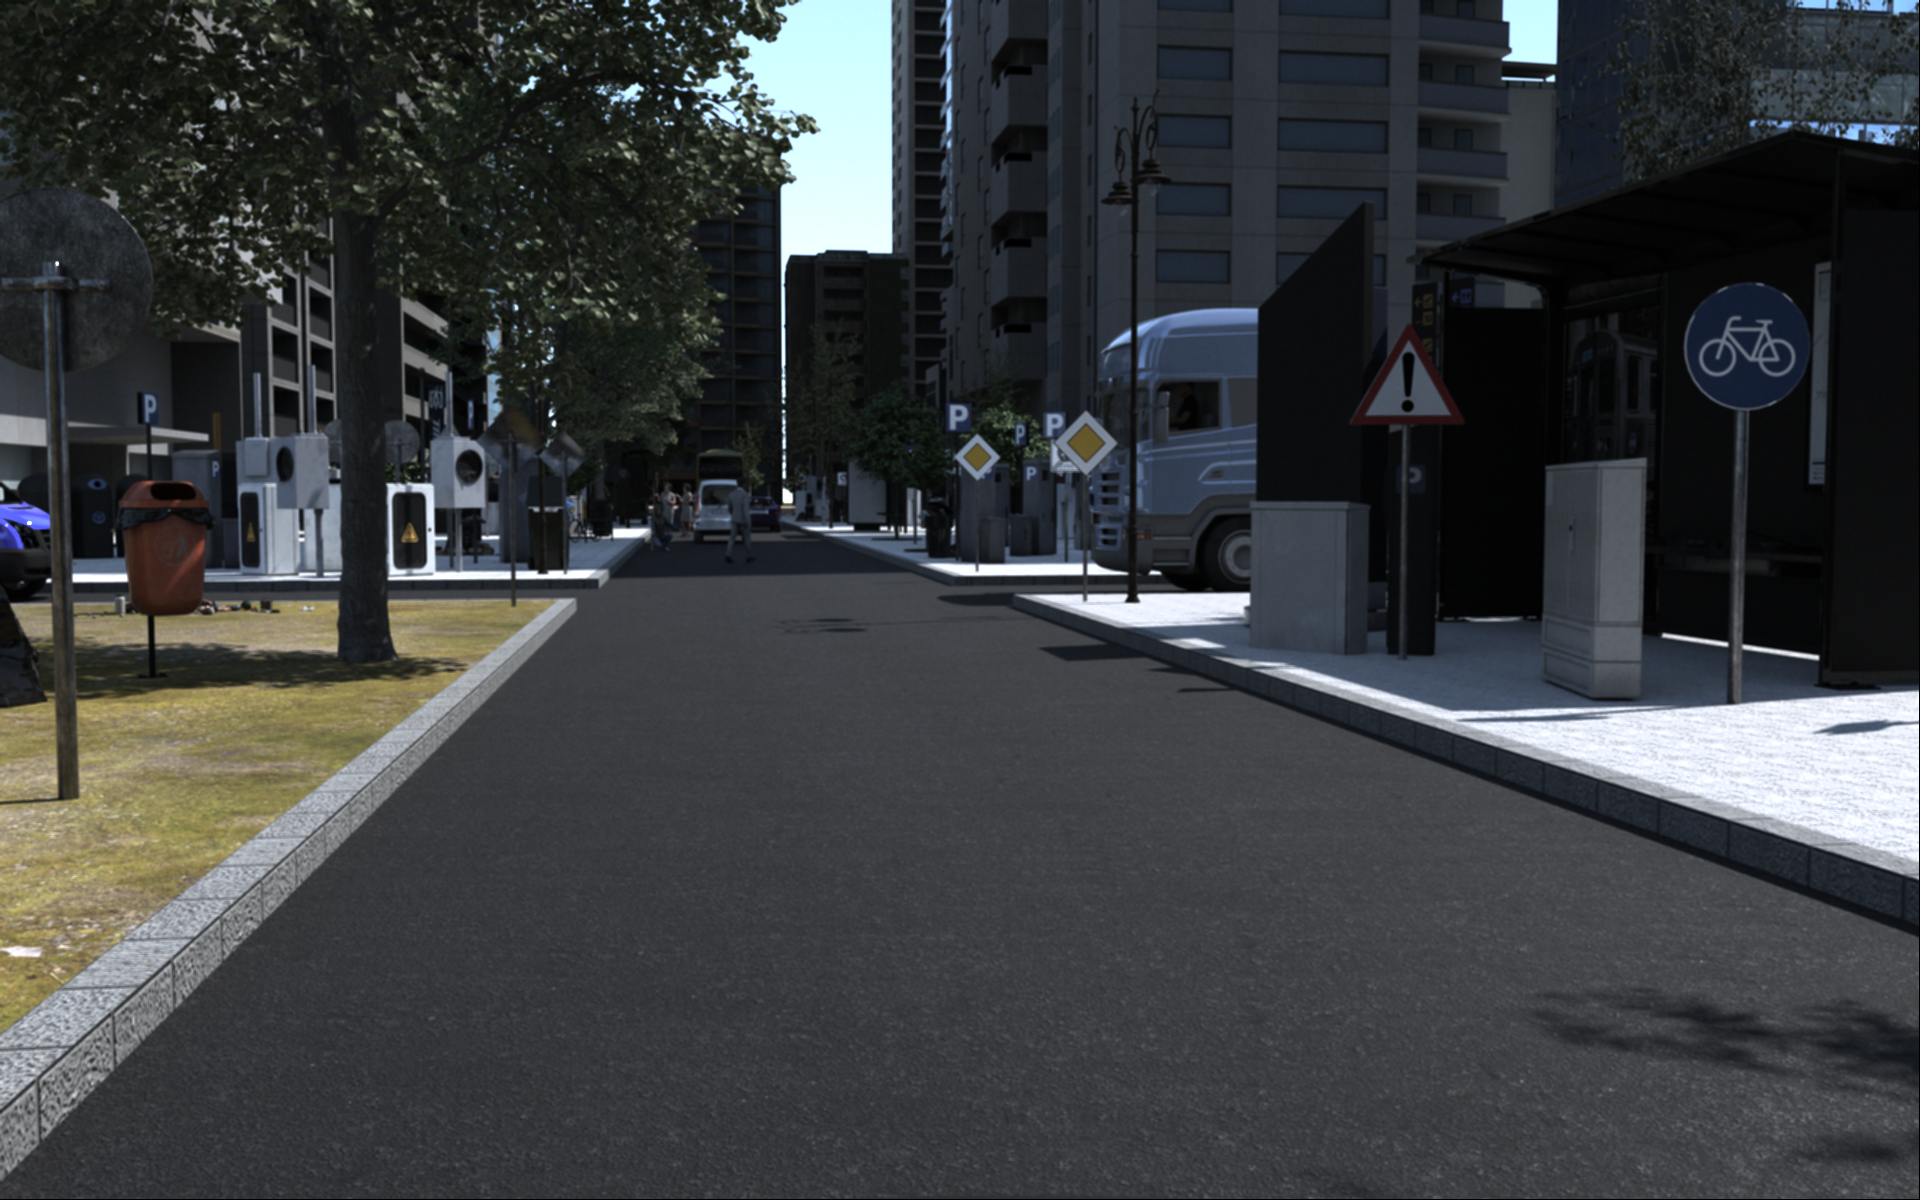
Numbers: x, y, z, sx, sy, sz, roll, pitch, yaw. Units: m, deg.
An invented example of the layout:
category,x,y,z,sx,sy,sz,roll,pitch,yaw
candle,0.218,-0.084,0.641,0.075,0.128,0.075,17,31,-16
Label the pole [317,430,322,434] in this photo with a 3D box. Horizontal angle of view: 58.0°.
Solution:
category,x,y,z,sx,sy,sz,roll,pitch,yaw
pole,-20.295,-3.744,55.055,0.158,3.312,0.155,0,3,0

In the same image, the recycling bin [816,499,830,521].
category,x,y,z,sx,sy,sz,roll,pitch,yaw
recycling bin,-6.454,-4.286,82.630,0.722,1.027,0.722,1,4,9

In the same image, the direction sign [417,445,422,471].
category,x,y,z,sx,sy,sz,roll,pitch,yaw
direction sign,-25.075,-5.411,80.461,0.379,3.537,0.876,-2,4,-30

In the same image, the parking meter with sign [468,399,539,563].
category,x,y,z,sx,sy,sz,roll,pitch,yaw
parking meter with sign,-8.230,-2.207,32.352,1.738,3.016,0.543,-2,4,-27

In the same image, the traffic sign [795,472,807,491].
category,x,y,z,sx,sy,sz,roll,pitch,yaw
traffic sign,-8.760,-5.855,95.827,0.768,2.556,0.104,-1,4,-8

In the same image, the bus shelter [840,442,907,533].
category,x,y,z,sx,sy,sz,roll,pitch,yaw
bus shelter,-2.844,-3.956,58.610,2.014,3.302,5.546,-1,4,-9

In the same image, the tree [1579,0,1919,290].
category,x,y,z,sx,sy,sz,roll,pitch,yaw
tree,8.818,-4.215,19.284,4.360,8.622,3.978,0,3,0

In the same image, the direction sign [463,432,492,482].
category,x,y,z,sx,sy,sz,roll,pitch,yaw
direction sign,-17.754,-4.378,63.585,0.876,3.537,0.379,-1,4,-16

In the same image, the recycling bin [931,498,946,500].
category,x,y,z,sx,sy,sz,roll,pitch,yaw
recycling bin,-1.300,-5.404,100.905,0.722,1.027,0.722,2,4,33

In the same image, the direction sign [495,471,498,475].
category,x,y,z,sx,sy,sz,roll,pitch,yaw
direction sign,-19.464,-4.889,71.937,0.876,3.537,0.379,-1,4,-16

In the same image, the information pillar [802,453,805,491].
category,x,y,z,sx,sy,sz,roll,pitch,yaw
information pillar,-8.909,-6.554,98.509,0.183,3.616,0.504,-1,4,-11

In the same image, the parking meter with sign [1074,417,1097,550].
category,x,y,z,sx,sy,sz,roll,pitch,yaw
parking meter with sign,2.953,-2.671,39.940,0.543,3.016,1.738,0,4,-8

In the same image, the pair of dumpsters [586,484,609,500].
category,x,y,z,sx,sy,sz,roll,pitch,yaw
pair of dumpsters,-20.402,-5.751,96.524,1.574,2.255,4.437,-1,4,-9

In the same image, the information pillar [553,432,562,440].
category,x,y,z,sx,sy,sz,roll,pitch,yaw
information pillar,-14.429,-4.337,62.265,0.183,3.616,0.504,2,4,28

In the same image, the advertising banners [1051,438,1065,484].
category,x,y,z,sx,sy,sz,roll,pitch,yaw
advertising banners,3.297,-3.016,45.501,2.074,3.025,0.090,-1,4,-18

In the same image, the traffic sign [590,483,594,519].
category,x,y,z,sx,sy,sz,roll,pitch,yaw
traffic sign,-15.712,-4.378,73.708,0.606,2.300,0.079,0,4,-6

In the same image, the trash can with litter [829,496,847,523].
category,x,y,z,sx,sy,sz,roll,pitch,yaw
trash can with litter,-5.385,-4.086,78.195,1.055,1.170,0.624,1,4,15

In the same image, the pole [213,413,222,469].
category,x,y,z,sx,sy,sz,roll,pitch,yaw
pole,-18.594,-3.032,43.419,0.158,3.312,0.155,0,3,0

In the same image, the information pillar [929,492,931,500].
category,x,y,z,sx,sy,sz,roll,pitch,yaw
information pillar,-1.397,-4.314,75.030,0.304,2.012,0.304,0,4,4

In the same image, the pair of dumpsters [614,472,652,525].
category,x,y,z,sx,sy,sz,roll,pitch,yaw
pair of dumpsters,-13.853,-4.335,73.375,1.574,2.255,4.437,-1,4,-9

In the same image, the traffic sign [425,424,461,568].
category,x,y,z,sx,sy,sz,roll,pitch,yaw
traffic sign,-8.842,-1.838,30.060,0.884,2.594,0.081,0,4,1

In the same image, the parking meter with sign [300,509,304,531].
category,x,y,z,sx,sy,sz,roll,pitch,yaw
parking meter with sign,-23.285,-3.892,59.894,0.543,3.016,1.738,3,5,42

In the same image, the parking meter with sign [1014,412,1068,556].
category,x,y,z,sx,sy,sz,roll,pitch,yaw
parking meter with sign,1.621,-2.448,36.283,0.543,3.016,1.738,2,4,30

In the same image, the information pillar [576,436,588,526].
category,x,y,z,sx,sy,sz,roll,pitch,yaw
information pillar,-15.356,-4.823,70.213,0.183,3.616,0.504,3,5,41

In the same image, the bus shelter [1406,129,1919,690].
category,x,y,z,sx,sy,sz,roll,pitch,yaw
bus shelter,5.748,-1.415,14.414,1.731,3.624,6.357,-1,4,-9

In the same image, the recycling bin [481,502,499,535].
category,x,y,z,sx,sy,sz,roll,pitch,yaw
recycling bin,-14.864,-2.576,54.676,0.722,1.027,0.722,1,4,10

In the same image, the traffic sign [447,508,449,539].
category,x,y,z,sx,sy,sz,roll,pitch,yaw
traffic sign,-13.897,-2.870,47.027,0.768,2.556,0.104,0,4,-1

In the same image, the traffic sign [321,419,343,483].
category,x,y,z,sx,sy,sz,roll,pitch,yaw
traffic sign,-10.409,-1.781,29.228,0.768,2.556,0.104,0,4,-3

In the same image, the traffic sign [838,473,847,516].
category,x,y,z,sx,sy,sz,roll,pitch,yaw
traffic sign,-5.468,-4.868,81.727,0.606,2.300,0.079,0,4,-2

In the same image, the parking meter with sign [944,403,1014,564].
category,x,y,z,sx,sy,sz,roll,pitch,yaw
parking meter with sign,0.319,-2.222,32.591,0.543,3.016,1.738,-2,4,-26

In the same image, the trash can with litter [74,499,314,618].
category,x,y,z,sx,sy,sz,roll,pitch,yaw
trash can with litter,-8.216,-0.470,18.745,2.233,1.210,1.678,0,4,-6

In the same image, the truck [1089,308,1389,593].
category,x,y,z,sx,sy,sz,roll,pitch,yaw
truck,10.610,-2.201,25.738,18.799,4.110,2.967,-1,4,-10

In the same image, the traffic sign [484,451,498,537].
category,x,y,z,sx,sy,sz,roll,pitch,yaw
traffic sign,-14.115,-3.153,51.651,0.768,2.556,0.104,0,4,1

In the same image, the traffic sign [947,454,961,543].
category,x,y,z,sx,sy,sz,roll,pitch,yaw
traffic sign,-0.087,-2.331,40.241,0.606,2.300,0.079,0,4,-6

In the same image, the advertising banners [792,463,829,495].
category,x,y,z,sx,sy,sz,roll,pitch,yaw
advertising banners,-8.483,-6.230,98.048,2.074,3.025,0.090,0,4,2

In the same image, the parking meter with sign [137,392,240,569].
category,x,y,z,sx,sy,sz,roll,pitch,yaw
parking meter with sign,-13.139,-2.053,29.825,1.738,3.016,0.543,0,4,2

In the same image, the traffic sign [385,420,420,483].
category,x,y,z,sx,sy,sz,roll,pitch,yaw
traffic sign,-9.646,-1.811,29.720,0.768,2.556,0.104,0,4,-3

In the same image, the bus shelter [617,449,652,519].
category,x,y,z,sx,sy,sz,roll,pitch,yaw
bus shelter,-17.006,-6.097,90.975,1.731,3.624,6.357,-1,4,-9

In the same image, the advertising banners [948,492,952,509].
category,x,y,z,sx,sy,sz,roll,pitch,yaw
advertising banners,0.185,-6.362,100.211,2.074,3.025,0.090,2,4,29

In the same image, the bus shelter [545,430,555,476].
category,x,y,z,sx,sy,sz,roll,pitch,yaw
bus shelter,-16.252,-4.557,65.788,1.731,3.624,6.357,-1,4,-9

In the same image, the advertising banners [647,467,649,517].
category,x,y,z,sx,sy,sz,roll,pitch,yaw
advertising banners,-17.835,-6.283,98.909,0.090,3.025,2.074,-1,4,-11

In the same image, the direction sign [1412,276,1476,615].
category,x,y,z,sx,sy,sz,roll,pitch,yaw
direction sign,5.129,-1.620,18.488,0.379,3.537,0.876,-2,4,-30

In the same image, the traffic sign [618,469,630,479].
category,x,y,z,sx,sy,sz,roll,pitch,yaw
traffic sign,-16.999,-5.331,87.273,0.768,2.556,0.104,0,4,-6

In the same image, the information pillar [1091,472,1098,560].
category,x,y,z,sx,sy,sz,roll,pitch,yaw
information pillar,2.730,-1.796,33.860,0.304,2.012,0.304,1,4,11

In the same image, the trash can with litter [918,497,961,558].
category,x,y,z,sx,sy,sz,roll,pitch,yaw
trash can with litter,-0.307,-1.443,34.983,0.624,1.170,1.055,3,4,38

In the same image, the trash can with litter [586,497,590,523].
category,x,y,z,sx,sy,sz,roll,pitch,yaw
trash can with litter,-16.408,-3.931,75.662,0.624,1.170,1.055,0,4,5
